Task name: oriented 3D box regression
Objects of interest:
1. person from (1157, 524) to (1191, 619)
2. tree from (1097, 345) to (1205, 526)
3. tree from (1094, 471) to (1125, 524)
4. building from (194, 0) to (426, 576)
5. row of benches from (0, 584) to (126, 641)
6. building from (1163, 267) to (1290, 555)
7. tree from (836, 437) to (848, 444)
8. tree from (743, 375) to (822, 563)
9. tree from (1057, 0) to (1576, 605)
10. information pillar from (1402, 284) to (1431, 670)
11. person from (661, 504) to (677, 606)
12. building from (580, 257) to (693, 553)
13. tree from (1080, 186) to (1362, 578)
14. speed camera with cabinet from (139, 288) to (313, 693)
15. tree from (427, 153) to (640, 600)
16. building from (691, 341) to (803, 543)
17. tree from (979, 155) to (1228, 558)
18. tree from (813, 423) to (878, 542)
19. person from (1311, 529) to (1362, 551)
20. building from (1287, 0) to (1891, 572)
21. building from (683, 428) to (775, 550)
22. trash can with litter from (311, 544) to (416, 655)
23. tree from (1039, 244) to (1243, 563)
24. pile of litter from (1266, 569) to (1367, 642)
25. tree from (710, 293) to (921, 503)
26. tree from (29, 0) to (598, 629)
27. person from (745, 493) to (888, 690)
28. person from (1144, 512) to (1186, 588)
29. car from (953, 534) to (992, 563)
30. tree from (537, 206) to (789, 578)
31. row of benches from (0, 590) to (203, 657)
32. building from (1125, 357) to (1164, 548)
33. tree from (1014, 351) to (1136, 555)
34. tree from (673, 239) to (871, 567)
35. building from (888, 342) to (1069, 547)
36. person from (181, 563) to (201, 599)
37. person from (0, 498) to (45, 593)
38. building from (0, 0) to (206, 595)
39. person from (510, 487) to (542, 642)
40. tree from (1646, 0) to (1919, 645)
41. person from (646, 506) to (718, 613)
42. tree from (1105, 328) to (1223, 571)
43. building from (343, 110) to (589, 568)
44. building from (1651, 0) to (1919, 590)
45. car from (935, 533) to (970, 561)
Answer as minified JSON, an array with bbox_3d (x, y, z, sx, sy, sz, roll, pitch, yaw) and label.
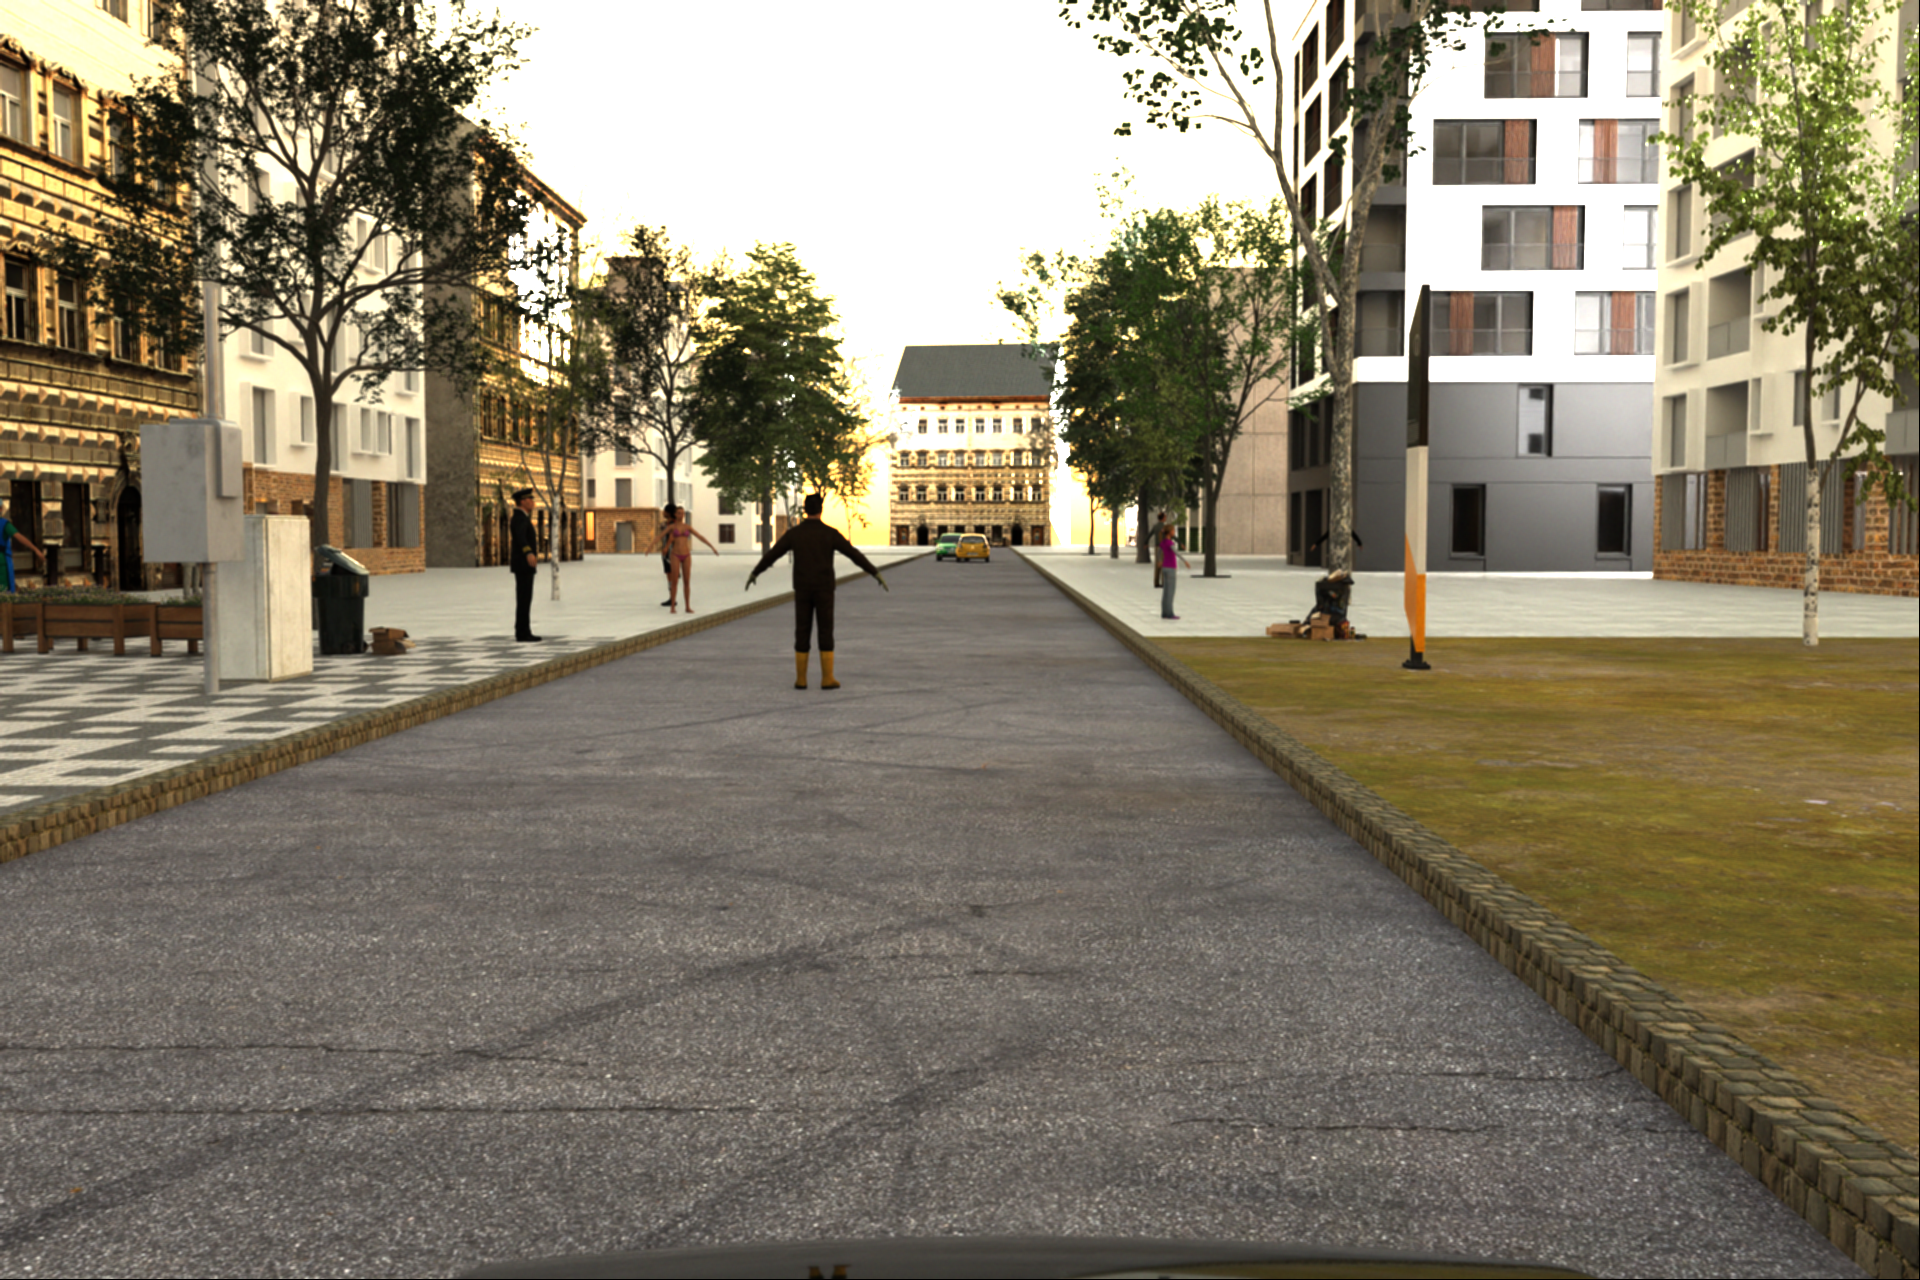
[{"bbox_3d":[3.212,-1.033,26.160,0.599,1.433,0.991,-1,4,-20],"label":"person"},{"bbox_3d":[7.944,-7.086,66.222,4.360,8.622,3.978,0,3,0],"label":"tree"},{"bbox_3d":[19.529,-17.669,195.539,9.857,13.997,8.962,0,3,0],"label":"tree"},{"bbox_3d":[-23.109,-11.520,44.765,16.016,20.090,11.380,0,4,1],"label":"building"},{"bbox_3d":[-12.218,-0.358,21.312,4.104,0.672,1.422,0,4,6],"label":"row of benches"},{"bbox_3d":[24.574,-15.704,123.216,16.747,18.905,31.486,0,4,1],"label":"building"},{"bbox_3d":[-18.584,-20.959,198.574,12.611,20.169,13.585,0,3,0],"label":"tree"},{"bbox_3d":[-7.581,-7.659,75.595,4.737,8.622,4.395,0,3,0],"label":"tree"},{"bbox_3d":[6.227,-10.773,32.029,12.611,20.169,13.585,0,3,0],"label":"tree"},{"bbox_3d":[4.362,-1.540,16.527,0.183,3.616,0.504,0,4,1],"label":"information pillar"},{"bbox_3d":[-5.209,-1.521,31.005,0.704,1.843,1.345,-1,4,-9],"label":"person"},{"bbox_3d":[-25.736,-16.090,119.496,16.016,20.090,11.380,0,4,2],"label":"building"},{"bbox_3d":[7.578,-7.667,51.110,9.928,11.665,9.643,0,3,0],"label":"tree"},{"bbox_3d":[-6.209,-1.247,14.731,0.660,3.252,2.038,0,4,1],"label":"speed camera with cabinet"},{"bbox_3d":[-7.759,-5.071,33.278,4.360,8.622,3.978,0,3,0],"label":"tree"},{"bbox_3d":[-21.629,-19.070,168.213,16.016,20.090,11.380,0,4,1],"label":"building"},{"bbox_3d":[7.291,-14.287,89.481,12.611,20.169,13.585,0,3,0],"label":"tree"},{"bbox_3d":[-6.757,-9.443,104.756,4.737,8.622,4.395,0,3,0],"label":"tree"},{"bbox_3d":[8.602,-2.028,39.345,1.347,1.806,0.705,-1,4,-20],"label":"person"},{"bbox_3d":[27.652,-14.062,73.896,27.936,21.610,32.646,0,4,1],"label":"building"},{"bbox_3d":[-20.433,-12.725,150.199,9.099,9.664,28.070,0,4,1],"label":"building"},{"bbox_3d":[-6.380,-0.438,18.547,1.055,1.170,0.624,0,4,2],"label":"trash can with litter"},{"bbox_3d":[8.158,-10.371,76.213,9.857,13.997,8.962,0,3,0],"label":"tree"},{"bbox_3d":[4.412,-0.459,21.468,1.176,0.858,1.719,0,4,0],"label":"pile of litter"},{"bbox_3d":[-7.105,-10.829,87.426,12.009,13.543,11.850,0,3,0],"label":"tree"},{"bbox_3d":[-8.349,-5.430,23.188,7.601,10.594,8.767,-3,5,-40],"label":"tree"},{"bbox_3d":[-1.344,-0.455,16.042,1.346,1.812,0.704,0,4,6],"label":"person"},{"bbox_3d":[4.839,-2.150,41.425,0.705,1.796,1.348,-3,4,-39],"label":"person"},{"bbox_3d":[0.657,-4.799,88.687,2.015,1.641,3.980,0,4,1],"label":"car"},{"bbox_3d":[-8.622,-7.080,50.174,7.601,10.594,8.767,-1,4,-23],"label":"tree"},{"bbox_3d":[-9.328,-0.194,18.640,4.104,0.672,1.422,1,4,16],"label":"row of benches"},{"bbox_3d":[26.320,-20.799,170.986,19.493,23.208,18.063,0,4,1],"label":"building"},{"bbox_3d":[8.209,-11.962,105.949,12.009,13.543,11.850,0,3,0],"label":"tree"},{"bbox_3d":[-7.292,-9.089,66.731,7.486,12.596,7.792,0,3,0],"label":"tree"},{"bbox_3d":[2.591,-22.340,198.646,18.063,23.208,19.493,1,4,10],"label":"building"},{"bbox_3d":[-15.196,-1.719,34.291,0.705,1.806,1.347,1,4,21],"label":"person"},{"bbox_3d":[-13.838,-1.150,24.925,1.347,1.817,0.704,1,4,9],"label":"person"},{"bbox_3d":[-27.373,-12.304,32.093,19.493,23.208,18.063,0,3,0],"label":"building"},{"bbox_3d":[-5.184,-0.904,20.714,0.705,1.837,1.347,-1,4,-14],"label":"person"},{"bbox_3d":[9.996,-4.234,19.590,4.737,8.622,4.395,0,3,0],"label":"tree"},{"bbox_3d":[-4.517,-1.304,28.116,1.217,1.733,0.721,-2,4,-26],"label":"person"},{"bbox_3d":[7.339,-6.729,60.387,4.737,8.622,4.395,0,3,0],"label":"tree"},{"bbox_3d":[-27.526,-14.877,74.175,19.493,23.208,18.063,0,3,0],"label":"building"},{"bbox_3d":[24.442,-11.614,46.310,16.016,20.090,11.380,0,4,1],"label":"building"},{"bbox_3d":[-0.355,-5.166,93.254,1.959,1.807,4.718,0,4,1],"label":"car"}]
